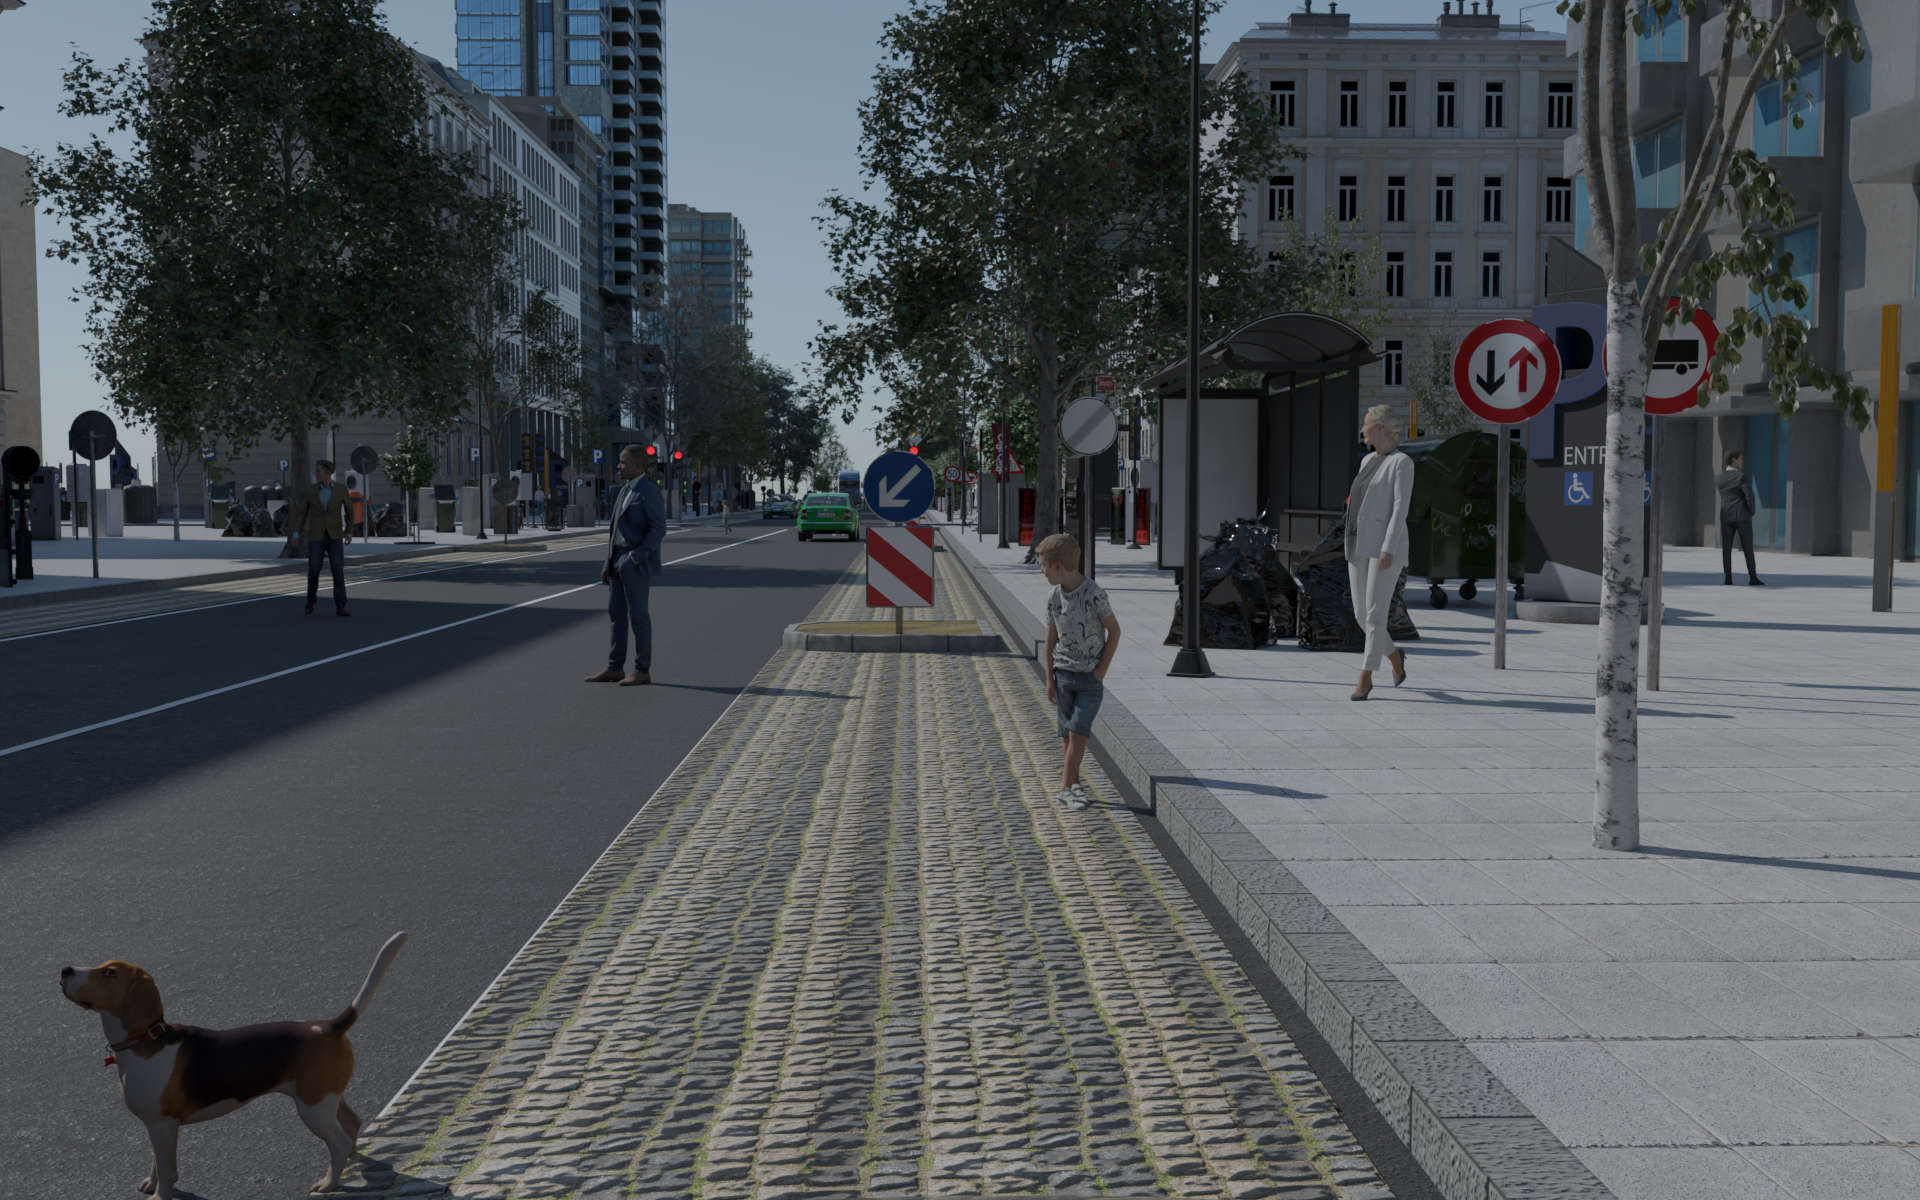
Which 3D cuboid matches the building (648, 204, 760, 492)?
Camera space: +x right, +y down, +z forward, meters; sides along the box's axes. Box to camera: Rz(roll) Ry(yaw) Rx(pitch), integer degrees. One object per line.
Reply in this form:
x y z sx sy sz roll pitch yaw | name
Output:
-46.532 -41.106 291.687 23.786 49.044 30.456 0 4 -2 | building

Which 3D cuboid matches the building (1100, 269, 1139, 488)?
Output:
16.890 -17.974 143.019 9.793 20.994 18.267 0 4 -2 | building

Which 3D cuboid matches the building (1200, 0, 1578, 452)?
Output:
23.828 -18.986 96.328 20.117 28.700 13.634 0 4 -2 | building

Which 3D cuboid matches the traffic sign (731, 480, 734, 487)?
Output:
-16.369 -7.712 126.089 0.884 2.594 0.081 0 4 -1 | traffic sign

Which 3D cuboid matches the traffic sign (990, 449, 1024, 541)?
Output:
1.232 -2.765 45.205 0.884 2.594 0.081 0 4 1 | traffic sign

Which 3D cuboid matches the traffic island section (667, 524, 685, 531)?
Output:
-12.138 -2.815 68.298 2.009 0.180 2.903 0 4 -2 | traffic island section

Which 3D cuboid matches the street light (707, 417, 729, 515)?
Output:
-14.553 -8.050 104.155 1.470 5.913 1.316 0 4 -2 | street light

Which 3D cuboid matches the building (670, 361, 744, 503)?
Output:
-48.068 -25.534 262.518 27.650 21.520 28.899 0 4 -2 | building

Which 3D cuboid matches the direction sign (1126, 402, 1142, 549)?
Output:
4.068 -2.955 40.318 0.379 3.537 0.876 1 4 22 | direction sign

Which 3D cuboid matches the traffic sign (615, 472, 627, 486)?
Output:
-18.761 -5.862 95.946 0.768 2.556 0.104 0 4 4 | traffic sign

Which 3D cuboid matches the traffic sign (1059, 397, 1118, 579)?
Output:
1.688 -1.387 22.781 0.768 2.556 0.104 0 4 5 | traffic sign

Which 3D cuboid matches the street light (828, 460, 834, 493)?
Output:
-18.235 -16.120 236.108 1.470 5.913 1.316 0 4 -2 | street light

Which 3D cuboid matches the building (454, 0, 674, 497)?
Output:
-42.766 -53.544 188.113 22.319 86.520 31.000 0 4 -2 | building

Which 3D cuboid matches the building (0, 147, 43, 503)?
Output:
-61.015 -14.621 93.804 16.860 20.320 10.420 0 4 -2 | building

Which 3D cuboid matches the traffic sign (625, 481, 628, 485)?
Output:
-19.512 -6.217 101.753 0.768 2.556 0.104 0 4 2 | traffic sign

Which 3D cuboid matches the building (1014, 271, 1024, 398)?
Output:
15.568 -36.199 275.445 14.154 41.232 14.086 0 4 -2 | building

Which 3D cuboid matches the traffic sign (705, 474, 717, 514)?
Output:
-15.876 -6.752 110.507 0.768 2.556 0.104 0 4 8 | traffic sign

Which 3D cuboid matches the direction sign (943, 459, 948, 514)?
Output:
-0.761 -7.184 109.456 0.379 3.537 0.876 -3 5 -44 | direction sign

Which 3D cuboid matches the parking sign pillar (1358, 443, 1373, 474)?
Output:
18.864 -5.661 81.030 1.447 3.967 1.447 0 4 1 | parking sign pillar

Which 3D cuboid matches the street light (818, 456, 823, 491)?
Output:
-17.496 -14.498 209.587 1.470 5.913 1.316 0 4 -2 | street light

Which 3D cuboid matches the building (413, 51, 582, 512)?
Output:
-35.499 -21.222 124.466 11.434 29.767 29.804 0 4 -2 | building

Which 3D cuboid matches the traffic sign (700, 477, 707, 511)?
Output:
-18.942 -7.789 127.462 0.768 2.556 0.104 0 4 5 | traffic sign

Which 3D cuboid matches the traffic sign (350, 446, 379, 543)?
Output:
-15.655 -2.779 45.548 0.768 2.556 0.104 0 4 4 | traffic sign

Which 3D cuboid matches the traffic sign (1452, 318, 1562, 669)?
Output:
3.960 -0.766 12.625 0.768 2.556 0.104 0 4 6 | traffic sign

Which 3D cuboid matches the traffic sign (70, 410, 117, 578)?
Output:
-13.147 -1.601 26.276 0.768 2.556 0.104 0 4 7 | traffic sign

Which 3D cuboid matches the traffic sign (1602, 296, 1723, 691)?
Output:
4.525 -0.681 11.233 0.768 2.556 0.104 0 4 5 | traffic sign

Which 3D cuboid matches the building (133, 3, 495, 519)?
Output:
-35.530 -19.147 98.955 13.634 28.700 20.117 0 4 -2 | building

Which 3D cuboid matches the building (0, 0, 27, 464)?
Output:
-38.043 -11.207 47.860 19.286 19.102 10.561 0 4 -2 | building

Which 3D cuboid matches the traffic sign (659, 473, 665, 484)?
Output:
-17.300 -6.070 99.347 0.768 2.556 0.104 0 4 3 | traffic sign

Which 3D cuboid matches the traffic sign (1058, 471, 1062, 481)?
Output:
4.122 -4.230 69.270 0.768 2.556 0.104 0 4 -1 | traffic sign

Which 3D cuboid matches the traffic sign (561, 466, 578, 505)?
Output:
-17.918 -4.853 79.458 0.768 2.556 0.104 0 4 8 | traffic sign

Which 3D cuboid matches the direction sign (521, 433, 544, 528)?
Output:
-15.999 -4.459 64.909 0.876 3.537 0.379 -2 4 -33 | direction sign

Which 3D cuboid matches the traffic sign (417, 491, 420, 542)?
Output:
-14.628 -2.858 46.737 0.884 2.594 0.081 0 4 6 | traffic sign

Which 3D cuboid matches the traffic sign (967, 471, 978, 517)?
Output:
0.605 -5.920 96.894 0.768 2.556 0.104 0 4 -1 | traffic sign

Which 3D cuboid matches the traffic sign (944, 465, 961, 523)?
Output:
-0.332 -4.649 76.120 0.768 2.556 0.104 0 4 4 | traffic sign

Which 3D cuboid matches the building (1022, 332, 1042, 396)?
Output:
16.208 -29.889 260.388 14.160 30.474 14.107 0 4 -2 | building

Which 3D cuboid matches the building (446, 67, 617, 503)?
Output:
-47.208 -28.750 161.947 32.217 40.220 23.993 0 4 -2 | building

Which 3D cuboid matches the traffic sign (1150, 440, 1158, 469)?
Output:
4.628 -2.366 38.796 0.768 2.556 0.104 0 4 0 | traffic sign

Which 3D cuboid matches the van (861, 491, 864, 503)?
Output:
-13.124 -14.053 236.783 2.013 2.044 4.112 0 4 -1 | van

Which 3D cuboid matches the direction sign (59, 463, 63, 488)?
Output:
-64.836 -8.131 124.946 0.379 3.537 0.876 -1 4 -15 | direction sign

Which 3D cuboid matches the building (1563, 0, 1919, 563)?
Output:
27.570 -25.493 36.422 23.786 49.044 30.456 0 4 -2 | building

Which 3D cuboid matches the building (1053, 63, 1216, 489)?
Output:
21.282 -34.518 188.064 21.300 48.544 21.600 0 4 -2 | building

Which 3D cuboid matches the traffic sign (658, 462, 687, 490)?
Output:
-18.547 -7.144 110.674 2.265 3.308 0.079 0 4 4 | traffic sign

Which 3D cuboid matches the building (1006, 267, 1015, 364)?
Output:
18.333 -46.172 296.903 21.231 58.520 28.212 0 4 -2 | building

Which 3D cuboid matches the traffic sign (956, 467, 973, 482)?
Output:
0.133 -4.712 77.047 0.884 2.594 0.081 0 4 4 | traffic sign

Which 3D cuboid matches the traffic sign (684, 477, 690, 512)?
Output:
-19.366 -7.453 121.959 0.768 2.556 0.104 0 4 7 | traffic sign

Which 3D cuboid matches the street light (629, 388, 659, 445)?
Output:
-13.901 -6.327 75.994 1.470 5.913 1.316 0 4 -2 | street light

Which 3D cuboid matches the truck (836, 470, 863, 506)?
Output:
-12.748 -12.973 201.861 2.967 4.110 18.799 0 4 -3 | truck

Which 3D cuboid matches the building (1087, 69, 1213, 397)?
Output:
19.382 -29.772 170.373 14.154 41.232 14.086 0 4 -2 | building

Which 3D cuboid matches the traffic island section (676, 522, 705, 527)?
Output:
-12.360 -3.303 76.280 2.009 0.180 2.903 0 4 -2 | traffic island section

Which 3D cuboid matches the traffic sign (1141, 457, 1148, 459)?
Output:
5.067 -2.766 47.351 0.606 2.300 0.079 0 4 4 | traffic sign

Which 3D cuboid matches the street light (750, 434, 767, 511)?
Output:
-15.357 -9.754 132.026 1.470 5.913 1.316 0 4 -2 | street light

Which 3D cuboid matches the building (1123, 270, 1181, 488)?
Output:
18.080 -16.562 125.535 10.420 20.320 16.860 0 4 -2 | building

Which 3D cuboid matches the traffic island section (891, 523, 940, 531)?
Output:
-1.800 -2.832 68.580 2.009 0.180 2.903 0 4 -2 | traffic island section
